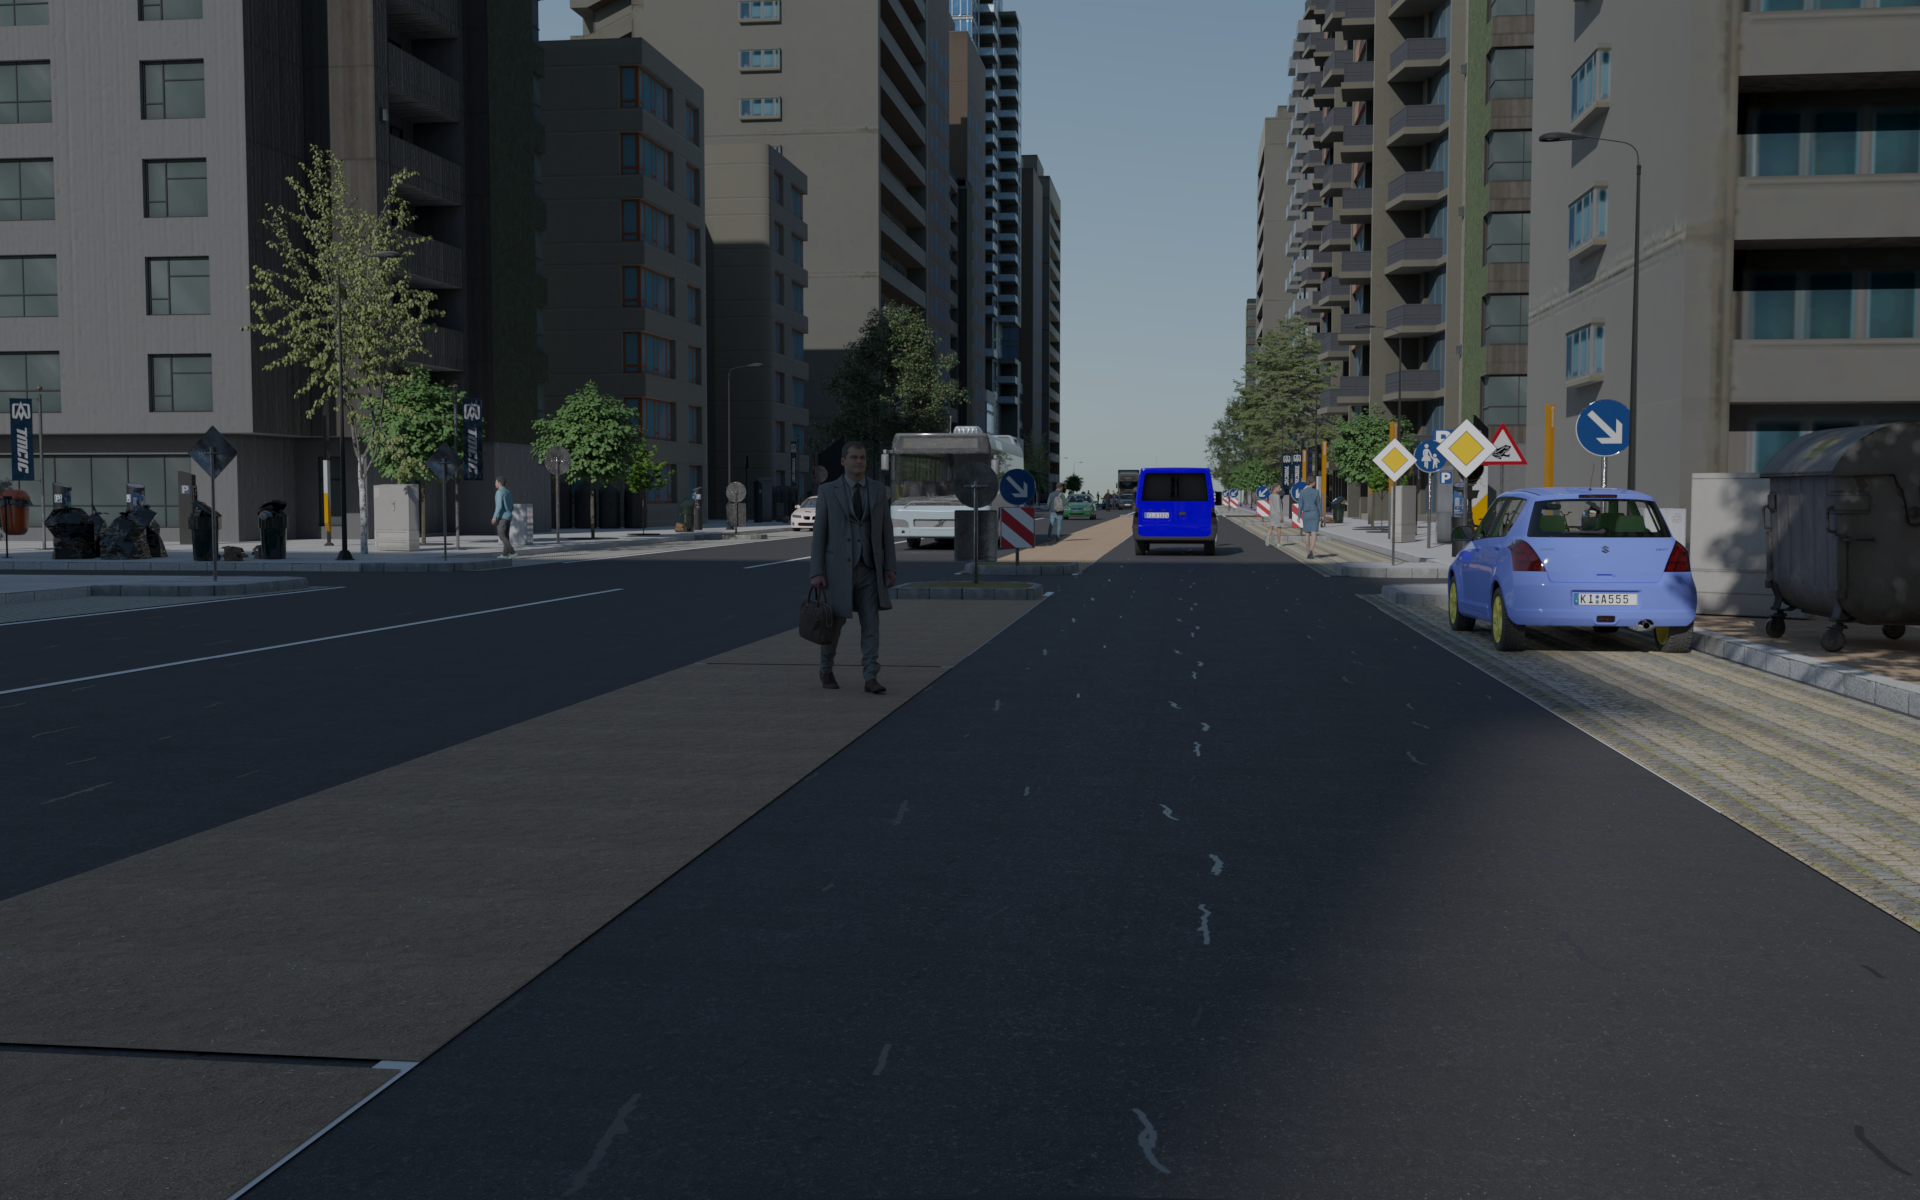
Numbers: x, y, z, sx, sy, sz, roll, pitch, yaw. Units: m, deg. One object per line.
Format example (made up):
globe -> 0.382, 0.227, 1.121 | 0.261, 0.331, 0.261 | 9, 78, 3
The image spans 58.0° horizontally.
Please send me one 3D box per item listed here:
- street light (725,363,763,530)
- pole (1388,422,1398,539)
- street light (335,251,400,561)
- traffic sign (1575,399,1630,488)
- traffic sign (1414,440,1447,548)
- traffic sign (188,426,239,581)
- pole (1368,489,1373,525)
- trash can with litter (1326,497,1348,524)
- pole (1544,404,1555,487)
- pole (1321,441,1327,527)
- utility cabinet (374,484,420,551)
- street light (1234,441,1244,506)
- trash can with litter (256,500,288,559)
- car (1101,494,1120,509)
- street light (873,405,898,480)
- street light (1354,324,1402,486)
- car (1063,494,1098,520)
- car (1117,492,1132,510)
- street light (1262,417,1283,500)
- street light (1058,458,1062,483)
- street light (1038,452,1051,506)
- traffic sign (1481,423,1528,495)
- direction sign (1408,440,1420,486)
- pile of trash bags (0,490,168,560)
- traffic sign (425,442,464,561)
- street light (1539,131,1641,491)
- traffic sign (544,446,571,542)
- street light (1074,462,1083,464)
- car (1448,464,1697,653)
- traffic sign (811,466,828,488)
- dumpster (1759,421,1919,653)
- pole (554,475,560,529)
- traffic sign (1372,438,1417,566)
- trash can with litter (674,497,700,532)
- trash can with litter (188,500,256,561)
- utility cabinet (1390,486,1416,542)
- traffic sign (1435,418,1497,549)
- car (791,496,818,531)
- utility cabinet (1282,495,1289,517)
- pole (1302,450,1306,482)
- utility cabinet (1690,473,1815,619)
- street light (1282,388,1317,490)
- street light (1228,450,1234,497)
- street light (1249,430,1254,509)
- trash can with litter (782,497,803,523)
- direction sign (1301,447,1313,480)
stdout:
street light -> -7.686, -5.457, 61.765 | 1.470, 5.913, 1.316 | 0, 4, 7
pole -> 12.300, -3.387, 49.215 | 0.158, 3.312, 0.155 | 0, 3, 0
street light -> -11.400, -3.720, 33.357 | 1.470, 5.913, 1.316 | 0, 4, 7
traffic sign -> 8.688, -1.423, 23.375 | 0.768, 2.556, 0.104 | 1, 4, 14
traffic sign -> 11.062, -2.489, 40.794 | 0.768, 2.556, 0.104 | 1, 4, 9
traffic sign -> -10.957, -1.332, 25.429 | 0.795, 2.450, 0.064 | 0, 4, 7
pole -> 17.288, -4.831, 72.836 | 0.158, 3.312, 0.155 | 0, 3, 0
trash can with litter -> 16.354, -3.915, 75.404 | 1.055, 1.170, 0.624 | -3, 4, -38
pole -> 13.409, -2.789, 39.445 | 0.158, 3.312, 0.155 | 0, 3, 0
pole -> 13.987, -4.450, 66.600 | 0.158, 3.312, 0.155 | 0, 3, 0
utility cabinet -> -12.705, -1.856, 39.022 | 1.173, 1.500, 0.318 | 2, 4, 33
street light -> 25.200, -11.024, 152.788 | 1.470, 5.913, 1.316 | 0, 4, 7
trash can with litter -> -13.713, -1.396, 34.218 | 1.055, 1.170, 0.624 | 3, 5, 45
car -> 14.613, -9.464, 166.539 | 2.131, 1.459, 4.920 | 0, 4, 6
street light -> -3.932, -7.194, 90.168 | 1.470, 5.913, 1.316 | 0, 4, 7
street light -> 11.459, -4.577, 47.382 | 1.470, 5.913, 1.316 | 0, 4, 7
car -> 6.682, -5.224, 97.209 | 2.131, 1.459, 4.920 | 0, 4, 7
car -> 15.225, -8.969, 156.431 | 2.009, 1.686, 4.222 | 1, 4, 9
street light -> 18.971, -8.094, 104.885 | 1.470, 5.913, 1.316 | 0, 4, 7
street light -> 13.033, -15.152, 220.280 | 1.470, 5.913, 1.316 | 0, 4, 7
street light -> 9.329, -13.405, 191.712 | 1.470, 5.913, 1.316 | 0, 4, 7
traffic sign -> 9.907, -1.938, 31.689 | 0.884, 2.594, 0.081 | 1, 4, 15
direction sign -> 19.075, -4.945, 72.850 | 0.876, 3.537, 0.379 | -3, 5, -44
pile of trash bags -> -17.722, -1.531, 34.784 | 3.447, 1.369, 1.912 | 1, 4, 9
traffic sign -> -9.921, -1.817, 33.346 | 0.795, 2.450, 0.064 | 0, 4, 7
street light -> 8.112, -3.043, 22.287 | 1.470, 5.913, 1.316 | 0, 4, 7
traffic sign -> -10.673, -2.802, 45.926 | 0.768, 2.556, 0.104 | 1, 4, 13
street light -> 16.987, -16.960, 249.838 | 1.470, 5.913, 1.316 | 0, 4, 7
car -> 5.843, -0.446, 16.890 | 1.945, 1.707, 3.694 | 0, 4, 6
traffic sign -> -6.311, -4.737, 77.563 | 0.768, 2.556, 0.104 | 1, 4, 9
dumpster -> 7.662, -0.540, 14.584 | 1.264, 1.857, 1.865 | 0, 4, 8
pole -> -14.777, -4.259, 63.480 | 0.158, 3.312, 0.155 | 0, 3, 0
traffic sign -> 7.770, -1.674, 31.019 | 0.795, 2.450, 0.064 | 0, 4, 7
trash can with litter -> -9.215, -2.869, 58.298 | 0.624, 1.170, 1.055 | 1, 4, 11
trash can with litter -> -14.215, -1.335, 33.221 | 1.055, 1.170, 0.624 | 0, 4, -3
utility cabinet -> 11.719, -2.272, 45.822 | 0.318, 1.500, 1.173 | 2, 4, 32
traffic sign -> 6.734, -1.190, 23.101 | 0.795, 2.450, 0.064 | 0, 4, 7
car -> -5.270, -3.364, 67.361 | 2.083, 1.381, 4.827 | 0, 4, 8
utility cabinet -> 18.676, -5.356, 98.726 | 0.306, 1.237, 1.020 | -1, 4, -8
pole -> 15.999, -5.302, 80.523 | 0.158, 3.312, 0.155 | 0, 3, 0
utility cabinet -> 8.254, -0.572, 18.026 | 1.173, 1.500, 0.318 | 3, 5, 43
street light -> 15.066, -6.329, 76.019 | 1.470, 5.913, 1.316 | 0, 4, 7
street light -> 28.869, -12.762, 181.202 | 1.470, 5.913, 1.316 | 0, 4, 7
street light -> 21.483, -9.261, 123.961 | 1.470, 5.913, 1.316 | 0, 4, 7
trash can with litter -> -7.416, -3.988, 76.583 | 1.055, 1.170, 0.624 | 0, 4, -6
direction sign -> 16.682, -5.590, 83.398 | 0.876, 3.537, 0.379 | -3, 5, -42
